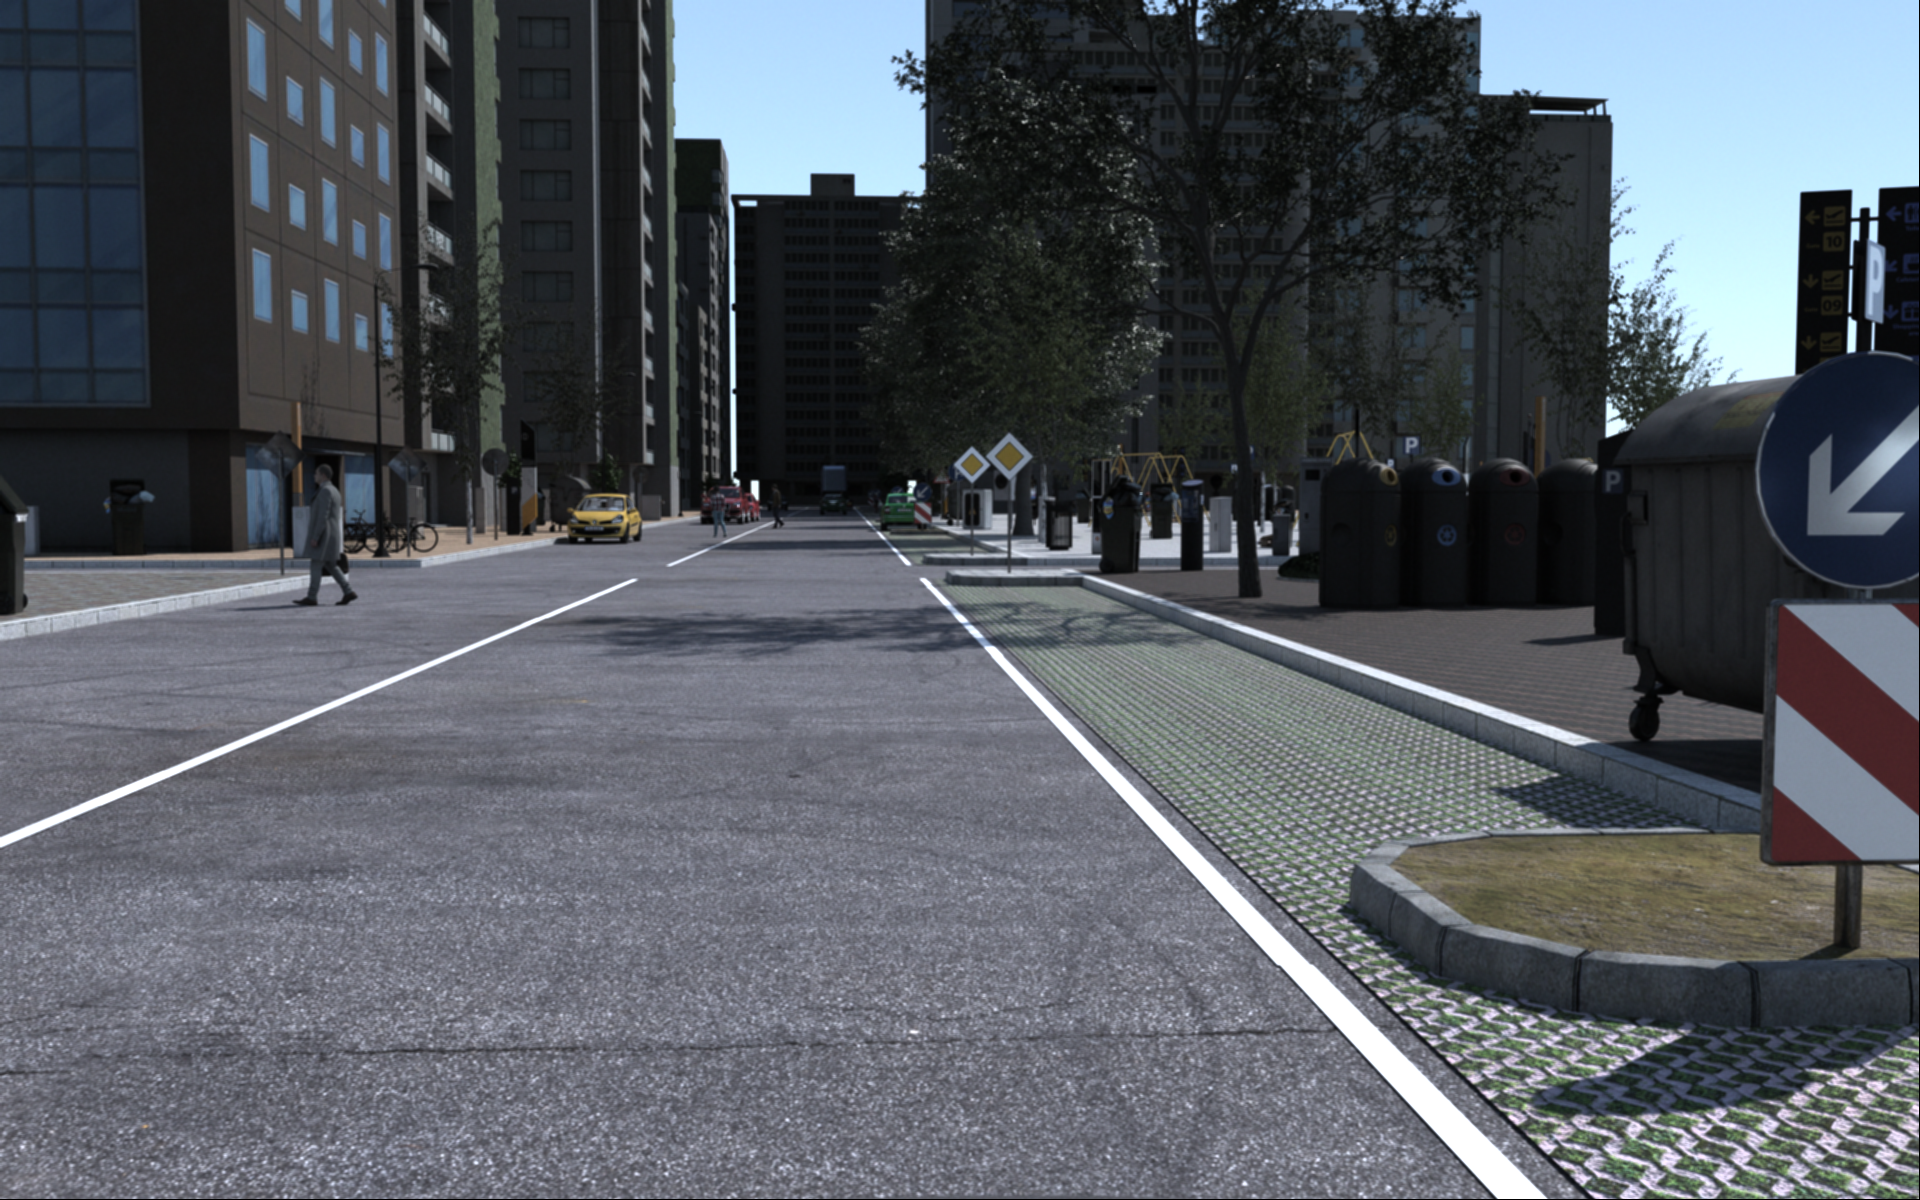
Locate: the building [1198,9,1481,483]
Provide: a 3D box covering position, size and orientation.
[{"bbox_3d":[36.075,-33.953,174.746,30.456,49.044,23.786,0,4,-4],"label":"building"}]

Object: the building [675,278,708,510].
[{"bbox_3d":[-37.230,-18.786,152.192,27.650,21.520,28.899,0,4,-4],"label":"building"}]

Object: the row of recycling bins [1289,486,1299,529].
[{"bbox_3d":[13.692,-3.356,61.978,3.534,1.692,1.069,-1,4,-21],"label":"row of recycling bins"}]

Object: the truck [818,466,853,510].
[{"bbox_3d":[-11.348,-10.309,158.309,2.967,4.110,18.799,0,4,-6],"label":"truck"}]

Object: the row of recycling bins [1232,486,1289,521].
[{"bbox_3d":[14.701,-4.670,83.471,3.534,1.692,1.069,-2,4,-29],"label":"row of recycling bins"}]

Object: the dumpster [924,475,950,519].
[{"bbox_3d":[-1.262,-5.278,88.790,1.502,2.255,1.985,0,4,-4],"label":"dumpster"}]

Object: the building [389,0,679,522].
[{"bbox_3d":[-23.083,-25.078,93.614,14.154,41.232,14.086,0,4,-4],"label":"building"}]

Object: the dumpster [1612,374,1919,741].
[{"bbox_3d":[4.111,-0.155,8.288,1.264,1.857,1.865,0,4,-4],"label":"dumpster"}]

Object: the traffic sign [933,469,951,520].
[{"bbox_3d":[-0.899,-5.188,84.829,0.884,2.594,0.081,0,4,1],"label":"traffic sign"}]

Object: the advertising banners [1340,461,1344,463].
[{"bbox_3d":[20.375,-5.772,90.568,0.090,3.025,2.074,-1,4,-18],"label":"advertising banners"}]

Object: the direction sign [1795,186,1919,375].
[{"bbox_3d":[6.715,-1.281,12.949,0.876,3.537,0.379,1,4,18],"label":"direction sign"}]

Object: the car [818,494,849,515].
[{"bbox_3d":[-8.757,-6.619,120.024,2.131,1.459,4.920,0,4,-3],"label":"car"}]

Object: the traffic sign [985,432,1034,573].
[{"bbox_3d":[0.795,-1.490,27.998,0.795,2.450,0.064,0,4,-4],"label":"traffic sign"}]

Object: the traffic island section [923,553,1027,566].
[{"bbox_3d":[0.270,-0.842,36.043,2.009,0.180,2.903,0,4,-4],"label":"traffic island section"}]

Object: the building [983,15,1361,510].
[{"bbox_3d":[14.237,-27.698,144.746,32.217,40.220,23.993,0,4,-4],"label":"building"}]

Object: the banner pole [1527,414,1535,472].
[{"bbox_3d":[18.000,-3.931,54.291,0.401,3.779,0.863,-2,4,-31],"label":"banner pole"}]

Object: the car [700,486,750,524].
[{"bbox_3d":[-11.307,-4.582,83.596,2.281,1.827,5.304,0,4,-2],"label":"car"}]

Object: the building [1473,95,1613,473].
[{"bbox_3d":[58.184,-30.433,181.173,14.086,41.232,14.154,0,4,-4],"label":"building"}]

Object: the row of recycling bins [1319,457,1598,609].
[{"bbox_3d":[5.826,-0.787,19.976,3.534,1.692,1.069,-1,4,-13],"label":"row of recycling bins"}]

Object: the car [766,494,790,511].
[{"bbox_3d":[-15.581,-8.457,148.050,2.009,1.686,4.222,0,4,-6],"label":"car"}]

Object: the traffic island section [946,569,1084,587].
[{"bbox_3d":[0.818,-0.354,28.077,2.009,0.180,2.903,0,4,-4],"label":"traffic island section"}]

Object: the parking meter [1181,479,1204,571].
[{"bbox_3d":[3.901,-1.265,29.089,0.372,1.533,0.369,0,3,0],"label":"parking meter"}]

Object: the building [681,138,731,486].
[{"bbox_3d":[-34.152,-31.710,202.058,14.086,41.232,14.154,0,4,-4],"label":"building"}]

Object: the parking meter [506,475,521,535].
[{"bbox_3d":[-13.991,-2.970,54.275,0.399,1.863,0.255,-3,4,-37],"label":"parking meter"}]

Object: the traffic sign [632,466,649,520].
[{"bbox_3d":[-14.612,-4.843,79.282,0.768,2.556,0.104,0,4,-1],"label":"traffic sign"}]

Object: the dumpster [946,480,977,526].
[{"bbox_3d":[0.098,-3.982,70.860,1.264,1.857,1.865,0,4,-4],"label":"dumpster"}]

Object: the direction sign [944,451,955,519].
[{"bbox_3d":[-0.551,-6.019,90.403,0.379,3.537,0.876,-3,5,-41],"label":"direction sign"}]

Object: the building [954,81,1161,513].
[{"bbox_3d":[6.424,-21.621,125.207,14.160,30.474,14.107,0,4,-4],"label":"building"}]

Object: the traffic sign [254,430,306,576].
[{"bbox_3d":[-10.674,-1.443,27.233,0.795,2.450,0.064,0,4,-4],"label":"traffic sign"}]

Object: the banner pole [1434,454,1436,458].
[{"bbox_3d":[29.473,-7.242,108.423,0.863,3.779,0.401,2,4,26],"label":"banner pole"}]

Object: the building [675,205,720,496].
[{"bbox_3d":[-31.554,-24.655,174.811,14.107,30.474,14.160,0,4,-4],"label":"building"}]

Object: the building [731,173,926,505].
[{"bbox_3d":[-15.608,-31.856,212.723,23.993,40.220,32.217,0,4,-4],"label":"building"}]

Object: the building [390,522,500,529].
[{"bbox_3d":[-25.763,-23.325,64.960,14.154,41.232,14.086,0,4,-4],"label":"building"}]

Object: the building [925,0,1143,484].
[{"bbox_3d":[7.098,-38.398,169.813,21.231,58.520,28.212,0,4,-4],"label":"building"}]

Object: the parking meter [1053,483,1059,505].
[{"bbox_3d":[5.148,-5.353,93.239,0.255,1.863,0.399,-1,4,-8],"label":"parking meter"}]

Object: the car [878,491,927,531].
[{"bbox_3d":[-2.256,-3.646,68.405,1.959,1.807,4.718,0,4,-3],"label":"car"}]

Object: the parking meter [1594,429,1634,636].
[{"bbox_3d":[5.998,-0.614,15.754,0.255,1.863,0.399,-2,4,-31],"label":"parking meter"}]

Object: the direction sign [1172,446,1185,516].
[{"bbox_3d":[10.421,-5.540,82.578,0.379,3.537,0.876,-2,4,-33],"label":"direction sign"}]

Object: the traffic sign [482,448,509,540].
[{"bbox_3d":[-12.920,-2.939,48.158,0.768,2.556,0.104,0,4,1],"label":"traffic sign"}]

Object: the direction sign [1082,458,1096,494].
[{"bbox_3d":[8.027,-7.068,107.565,0.876,3.537,0.379,1,4,18],"label":"direction sign"}]

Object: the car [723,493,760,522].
[{"bbox_3d":[-11.449,-4.964,90.199,2.155,1.783,4.494,0,4,-2],"label":"car"}]

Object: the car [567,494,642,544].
[{"bbox_3d":[-10.495,-2.508,51.235,2.015,1.641,3.980,0,4,-2],"label":"car"}]

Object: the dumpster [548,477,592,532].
[{"bbox_3d":[-13.339,-3.268,59.188,1.264,1.857,1.865,0,4,-4],"label":"dumpster"}]

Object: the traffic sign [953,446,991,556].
[{"bbox_3d":[0.247,-1.977,35.964,0.795,2.450,0.064,0,4,-4],"label":"traffic sign"}]

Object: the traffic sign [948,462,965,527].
[{"bbox_3d":[-0.082,-4.146,67.895,0.768,2.556,0.104,0,4,5],"label":"traffic sign"}]

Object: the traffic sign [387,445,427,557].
[{"bbox_3d":[-11.221,-1.930,35.200,0.795,2.450,0.064,0,4,-4],"label":"traffic sign"}]
